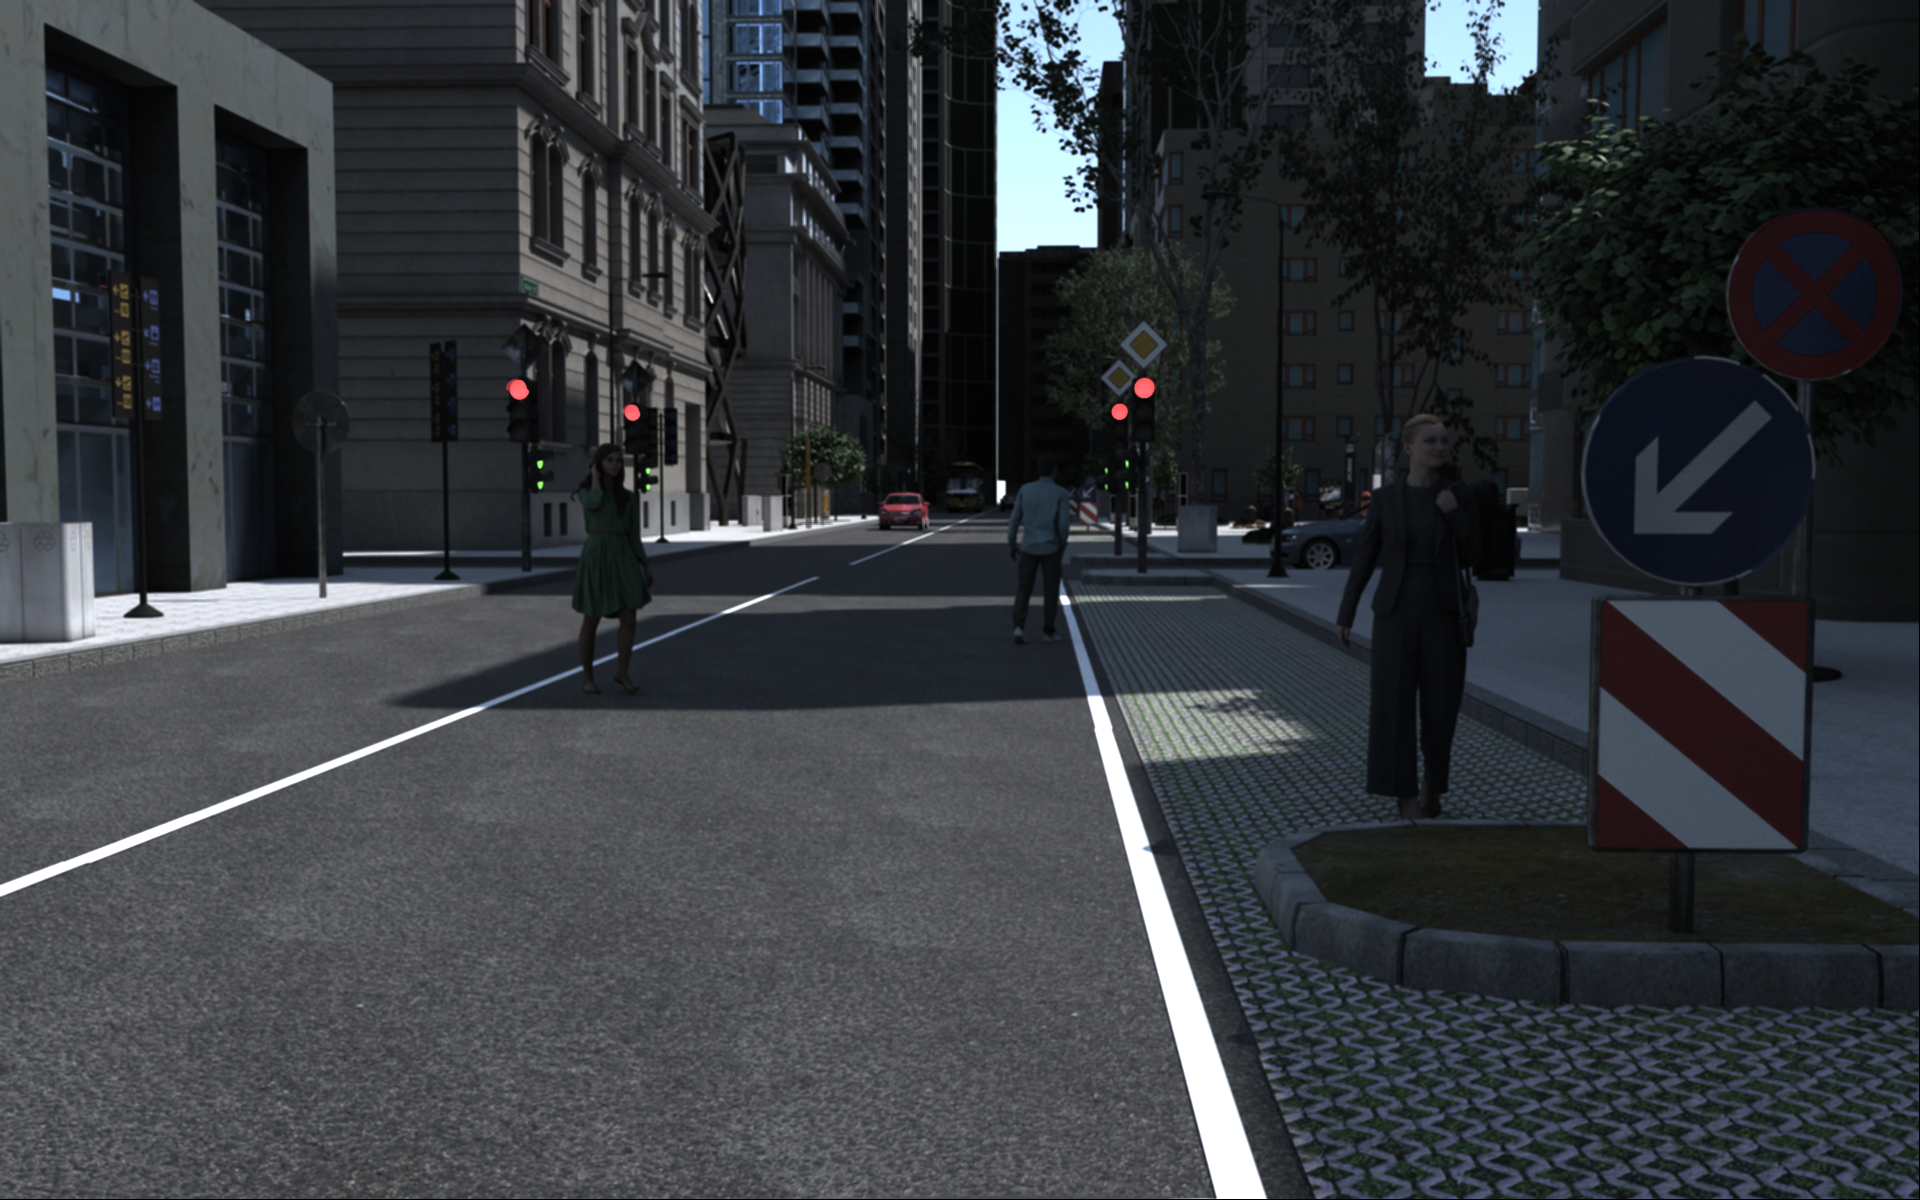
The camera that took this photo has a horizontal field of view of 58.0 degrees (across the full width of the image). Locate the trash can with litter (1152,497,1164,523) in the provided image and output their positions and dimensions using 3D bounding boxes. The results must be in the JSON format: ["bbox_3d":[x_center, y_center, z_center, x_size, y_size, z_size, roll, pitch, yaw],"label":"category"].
[{"bbox_3d":[8.909,-4.022,77.144,1.055,1.170,0.624,-3,5,-44],"label":"trash can with litter"}]

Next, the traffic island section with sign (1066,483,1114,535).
[{"bbox_3d":[4.369,-3.191,60.793,1.989,1.847,2.006,0,4,2],"label":"traffic island section with sign"}]

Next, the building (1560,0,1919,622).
[{"bbox_3d":[22.301,-10.128,10.632,27.650,21.520,28.899,0,4,2],"label":"building"}]

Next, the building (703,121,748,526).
[{"bbox_3d":[-17.405,-12.419,70.500,16.820,18.784,16.811,0,4,2],"label":"building"}]

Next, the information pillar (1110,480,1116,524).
[{"bbox_3d":[6.595,-4.258,74.109,0.304,2.012,0.304,1,4,15],"label":"information pillar"}]

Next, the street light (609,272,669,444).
[{"bbox_3d":[-6.779,-3.906,36.404,1.470,5.913,1.316,0,4,2],"label":"street light"}]

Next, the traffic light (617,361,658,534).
[{"bbox_3d":[-6.814,-2.911,36.514,0.839,4.253,0.868,0,4,2],"label":"traffic light"}]

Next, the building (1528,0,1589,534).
[{"bbox_3d":[31.638,-26.145,47.078,30.456,49.044,23.786,0,4,2],"label":"building"}]

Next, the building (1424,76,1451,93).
[{"bbox_3d":[43.355,-29.072,167.208,23.993,40.220,32.217,0,4,2],"label":"building"}]

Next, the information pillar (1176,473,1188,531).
[{"bbox_3d":[7.704,-3.404,60.147,0.304,2.012,0.304,-1,4,-14],"label":"information pillar"}]

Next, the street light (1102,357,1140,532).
[{"bbox_3d":[5.540,-5.268,58.674,1.470,5.913,1.316,0,4,2],"label":"street light"}]

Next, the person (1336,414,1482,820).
[{"bbox_3d":[1.957,0.087,7.492,0.576,1.772,0.534,0,4,-7],"label":"person"}]

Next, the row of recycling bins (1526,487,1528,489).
[{"bbox_3d":[27.838,-4.456,79.966,3.534,1.692,1.069,0,4,4],"label":"row of recycling bins"}]

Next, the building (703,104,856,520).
[{"bbox_3d":[-13.596,-15.562,96.247,13.314,21.916,24.055,0,4,2],"label":"building"}]

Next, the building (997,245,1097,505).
[{"bbox_3d":[11.380,-26.439,203.985,14.107,30.474,14.160,0,4,2],"label":"building"}]

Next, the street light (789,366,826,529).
[{"bbox_3d":[-5.550,-5.528,62.918,1.470,5.913,1.316,0,4,2],"label":"street light"}]

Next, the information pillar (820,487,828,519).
[{"bbox_3d":[-6.895,-5.879,87.477,0.504,3.616,0.183,3,4,38],"label":"information pillar"}]

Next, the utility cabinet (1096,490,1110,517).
[{"bbox_3d":[8.090,-5.322,95.696,1.173,1.500,0.318,-2,4,-26],"label":"utility cabinet"}]

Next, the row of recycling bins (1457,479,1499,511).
[{"bbox_3d":[13.543,-2.547,48.763,3.534,1.692,1.069,-1,4,-20],"label":"row of recycling bins"}]

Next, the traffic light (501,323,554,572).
[{"bbox_3d":[-7.151,-2.423,28.536,0.839,4.253,0.868,0,4,2],"label":"traffic light"}]

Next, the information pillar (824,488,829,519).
[{"bbox_3d":[-6.857,-5.155,88.772,0.304,2.012,0.304,0,4,-7],"label":"information pillar"}]

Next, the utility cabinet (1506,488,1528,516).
[{"bbox_3d":[22.172,-3.651,68.372,1.173,1.500,0.318,-1,4,-16],"label":"utility cabinet"}]

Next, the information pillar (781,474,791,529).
[{"bbox_3d":[-6.463,-3.673,64.545,0.304,2.012,0.304,3,4,37],"label":"information pillar"}]

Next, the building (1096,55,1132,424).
[{"bbox_3d":[21.128,-32.190,176.413,14.600,45.320,14.200,0,4,2],"label":"building"}]

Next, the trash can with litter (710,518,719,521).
[{"bbox_3d":[-11.879,-4.346,82.112,1.678,1.210,2.233,1,4,14],"label":"trash can with litter"}]

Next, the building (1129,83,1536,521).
[{"bbox_3d":[24.077,-15.360,96.174,27.650,21.520,28.899,0,4,2],"label":"building"}]

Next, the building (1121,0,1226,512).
[{"bbox_3d":[21.619,-42.140,127.244,20.563,71.187,20.611,0,4,2],"label":"building"}]

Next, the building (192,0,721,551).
[{"bbox_3d":[-15.543,-16.045,49.729,14.401,28.519,23.554,0,4,2],"label":"building"}]

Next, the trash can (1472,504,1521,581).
[{"bbox_3d":[7.935,-0.862,25.754,0.748,1.137,0.748,0,3,0],"label":"trash can"}]

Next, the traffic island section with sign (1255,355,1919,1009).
[{"bbox_3d":[2.044,0.176,5.757,1.989,1.847,2.006,0,4,2],"label":"traffic island section with sign"}]

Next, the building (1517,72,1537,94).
[{"bbox_3d":[70.348,-31.566,170.722,28.867,44.769,22.147,0,4,2],"label":"building"}]

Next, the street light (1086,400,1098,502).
[{"bbox_3d":[6.865,-6.866,84.802,1.470,5.913,1.316,0,4,2],"label":"street light"}]

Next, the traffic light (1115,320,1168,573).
[{"bbox_3d":[2.952,-2.398,28.126,0.839,4.253,0.868,0,4,2],"label":"traffic light"}]

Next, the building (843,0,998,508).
[{"bbox_3d":[-5.994,-46.951,205.900,20.611,71.187,20.563,0,4,2],"label":"building"}]

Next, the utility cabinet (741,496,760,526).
[{"bbox_3d":[-8.311,-3.553,69.249,0.306,1.237,1.020,2,4,28],"label":"utility cabinet"}]

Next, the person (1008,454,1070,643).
[{"bbox_3d":[0.743,-0.500,16.692,0.660,1.820,0.620,1,4,20],"label":"person"}]

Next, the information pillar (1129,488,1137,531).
[{"bbox_3d":[6.164,-3.459,61.042,0.304,2.012,0.304,2,4,32],"label":"information pillar"}]

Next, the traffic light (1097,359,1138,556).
[{"bbox_3d":[3.289,-2.886,36.104,0.839,4.253,0.868,0,4,2],"label":"traffic light"}]

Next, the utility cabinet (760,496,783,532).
[{"bbox_3d":[-6.419,-2.950,59.387,0.306,1.237,1.020,1,4,19],"label":"utility cabinet"}]

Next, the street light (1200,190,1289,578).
[{"bbox_3d":[4.374,-3.309,26.639,1.470,5.913,1.316,0,4,2],"label":"street light"}]

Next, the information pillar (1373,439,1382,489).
[{"bbox_3d":[17.626,-5.006,73.201,0.504,3.616,0.183,-3,5,-40],"label":"information pillar"}]

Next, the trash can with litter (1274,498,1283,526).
[{"bbox_3d":[9.460,-2.444,51.021,1.678,1.210,2.233,0,4,5],"label":"trash can with litter"}]

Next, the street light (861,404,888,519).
[{"bbox_3d":[-4.409,-7.126,89.053,1.470,5.913,1.316,0,4,2],"label":"street light"}]

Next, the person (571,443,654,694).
[{"bbox_3d":[-2.525,-0.226,12.449,0.529,1.795,0.600,3,5,42],"label":"person"}]

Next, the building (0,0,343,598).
[{"bbox_3d":[-25.776,-42.923,14.460,31.000,86.520,22.319,0,4,2],"label":"building"}]

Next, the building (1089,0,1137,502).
[{"bbox_3d":[23.187,-51.365,152.490,22.319,86.520,31.000,0,4,2],"label":"building"}]

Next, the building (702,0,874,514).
[{"bbox_3d":[-17.077,-49.735,125.845,22.319,86.520,31.000,0,4,2],"label":"building"}]
